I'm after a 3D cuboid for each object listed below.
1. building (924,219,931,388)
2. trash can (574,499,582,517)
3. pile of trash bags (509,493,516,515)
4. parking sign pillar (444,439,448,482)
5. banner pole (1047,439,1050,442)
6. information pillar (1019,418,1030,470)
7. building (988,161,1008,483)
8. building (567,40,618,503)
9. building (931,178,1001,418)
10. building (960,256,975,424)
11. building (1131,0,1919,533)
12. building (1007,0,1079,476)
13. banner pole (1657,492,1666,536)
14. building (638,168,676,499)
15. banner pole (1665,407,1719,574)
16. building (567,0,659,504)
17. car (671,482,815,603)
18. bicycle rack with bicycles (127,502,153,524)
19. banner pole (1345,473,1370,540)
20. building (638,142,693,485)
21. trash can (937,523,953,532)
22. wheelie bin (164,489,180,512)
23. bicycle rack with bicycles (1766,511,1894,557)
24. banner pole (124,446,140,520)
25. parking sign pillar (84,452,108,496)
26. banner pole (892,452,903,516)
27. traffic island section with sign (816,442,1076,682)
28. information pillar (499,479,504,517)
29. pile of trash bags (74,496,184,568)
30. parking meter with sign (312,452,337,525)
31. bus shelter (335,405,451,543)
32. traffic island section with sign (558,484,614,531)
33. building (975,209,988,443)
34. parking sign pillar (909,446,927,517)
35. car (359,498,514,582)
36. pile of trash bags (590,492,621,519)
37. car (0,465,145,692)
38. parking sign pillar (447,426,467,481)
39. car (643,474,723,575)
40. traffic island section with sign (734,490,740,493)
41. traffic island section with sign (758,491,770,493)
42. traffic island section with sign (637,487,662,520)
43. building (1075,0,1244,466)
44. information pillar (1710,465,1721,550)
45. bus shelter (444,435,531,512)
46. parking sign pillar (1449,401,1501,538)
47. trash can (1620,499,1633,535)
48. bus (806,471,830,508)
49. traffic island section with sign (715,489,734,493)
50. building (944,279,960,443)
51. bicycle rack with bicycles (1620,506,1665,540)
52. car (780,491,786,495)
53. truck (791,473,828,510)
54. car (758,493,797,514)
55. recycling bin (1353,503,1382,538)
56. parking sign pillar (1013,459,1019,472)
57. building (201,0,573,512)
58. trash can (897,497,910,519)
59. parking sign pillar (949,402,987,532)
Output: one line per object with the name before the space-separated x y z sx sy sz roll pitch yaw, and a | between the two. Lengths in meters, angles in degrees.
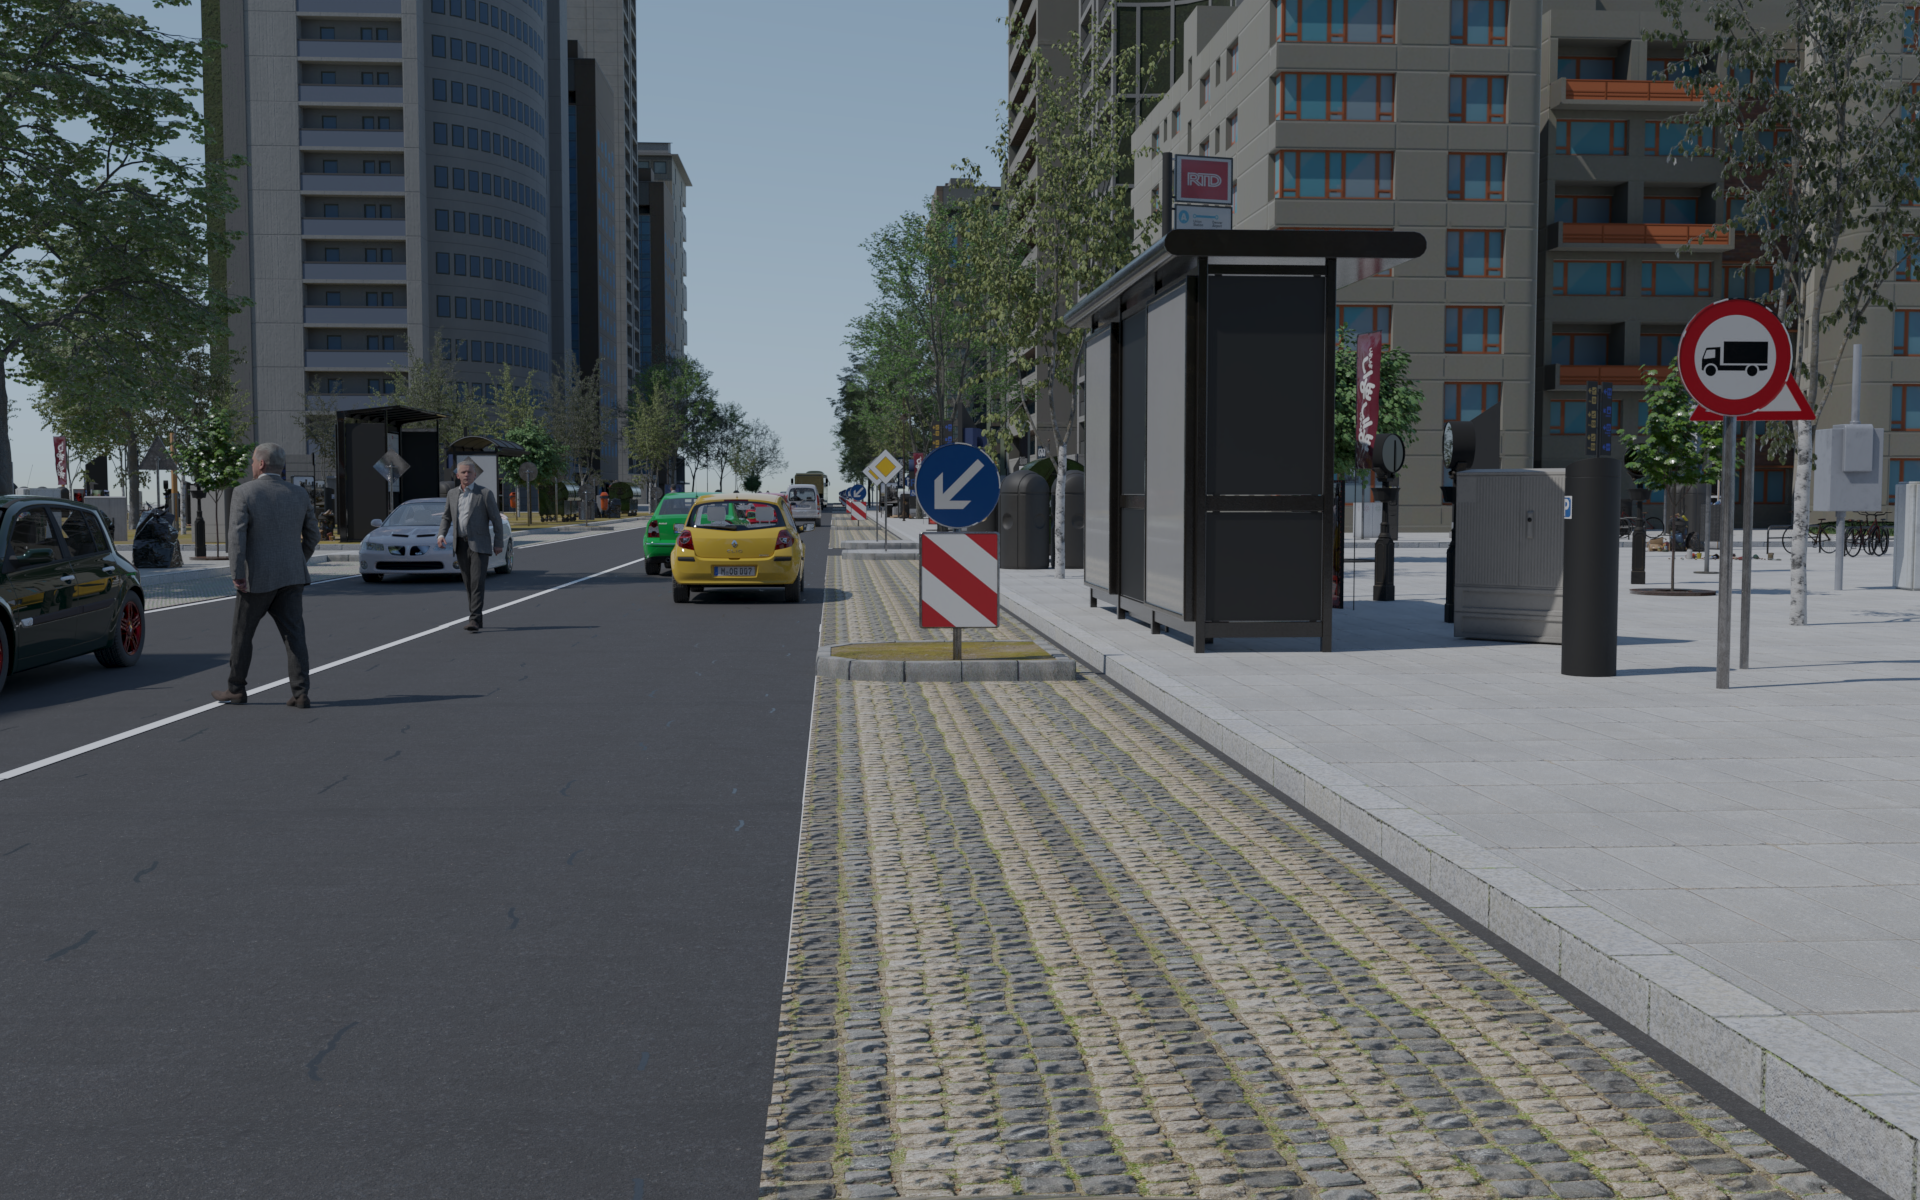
building | 5.882 -37.469 267.235 22.147 44.769 28.867 0 4 -4
trash can | -21.044 -5.138 95.659 0.748 1.137 0.748 0 3 0
pile of trash bags | -28.003 -5.719 103.257 3.447 1.369 1.912 -1 4 -21
parking sign pillar | -24.914 -5.934 85.490 1.447 3.967 1.447 1 4 16
banner pole | 3.869 -5.456 79.216 0.863 3.779 0.401 3 4 39
information pillar | 1.898 -3.651 51.052 0.183 3.616 0.504 -2 4 -29
building | 10.363 -23.294 152.565 14.160 30.474 14.107 0 4 -4
building | -42.642 -32.112 175.146 14.600 45.320 14.200 0 4 -4
building | 3.154 -36.398 245.217 14.600 45.320 14.200 0 4 -4
building | 7.875 -25.023 180.833 14.160 30.474 14.107 0 4 -4
building | 23.666 -13.831 71.170 28.899 21.520 27.650 0 4 -4
building | 15.364 -31.238 134.450 21.300 48.544 21.600 0 4 -4
banner pole | 21.664 -3.870 53.298 0.401 3.779 0.863 0 4 8
building | -47.298 -36.148 241.127 14.600 45.320 14.200 0 4 -4
banner pole | 11.972 -2.326 28.055 0.401 3.779 0.863 -1 4 -19
building | -49.864 -47.963 222.451 20.563 71.187 20.611 0 4 -4
car | -3.051 -0.861 24.294 2.015 1.641 3.980 0 4 -4
bicycle rack with bicycles | -35.277 -3.700 73.883 2.852 0.926 2.925 0 4 6
banner pole | 11.155 -3.589 48.691 0.863 3.779 0.401 -2 4 -24
building | -55.619 -41.135 261.789 28.713 52.752 27.495 0 4 -4
trash can | -0.444 -2.707 55.907 0.748 1.137 0.748 0 3 0
wheelie bin | -45.385 -5.630 99.958 0.693 1.594 0.980 2 4 28
bicycle rack with bicycles | 18.636 -1.417 36.558 2.925 0.926 2.852 -2 4 -28
banner pole | -41.595 -5.925 86.896 0.863 3.779 0.401 -1 4 -12
parking sign pillar | -53.397 -7.251 107.025 1.447 3.967 1.447 3 5 42
banner pole | -3.659 -6.932 103.358 0.863 3.779 0.401 0 4 -6
traffic island section with sign | -0.175 -0.332 14.062 1.989 1.847 2.006 0 4 -4
information pillar | -21.750 -4.727 81.775 0.304 2.012 0.304 -2 4 -31
pile of trash bags | -15.417 -1.265 30.432 3.447 1.369 1.912 -1 4 -10
parking meter with sign | -26.189 -4.672 72.642 1.738 3.016 0.543 -1 4 -15
bus shelter | -15.802 -3.507 48.623 1.731 3.624 6.357 0 4 -4
traffic island section with sign | -14.633 -3.622 67.853 1.989 1.847 2.006 0 4 -4
building | 9.364 -24.154 166.611 14.160 30.474 14.107 0 4 -4
parking sign pillar | -2.603 -6.649 97.180 1.447 3.967 1.447 0 4 0
car | -8.930 -1.068 29.828 2.083 1.381 4.827 0 4 -4
pile of trash bags | -18.871 -5.003 91.552 1.912 1.369 3.447 -1 4 -16
car | -7.582 -0.192 12.922 2.009 1.686 4.222 0 4 -5
parking sign pillar | -19.751 -4.970 69.729 1.447 3.967 1.447 -1 4 -16
car | -4.767 -1.425 32.092 1.959 1.807 4.718 0 4 -3
traffic island section with sign | -22.220 -10.029 172.598 1.989 1.847 2.006 0 4 -4
traffic island section with sign | -26.170 -13.363 227.105 1.989 1.847 2.006 0 4 -4
traffic island section with sign | -16.574 -5.267 94.738 1.989 1.847 2.006 0 4 -4
building | 16.895 -41.050 109.420 20.563 71.187 20.611 0 4 -4
information pillar | 17.444 -2.165 39.887 0.304 2.012 0.304 -2 4 -27
bus shelter | -17.001 -4.202 62.624 2.014 3.302 5.546 0 4 -4
parking sign pillar | 15.014 -3.788 50.408 1.447 3.967 1.447 1 4 15
trash can | 20.711 -2.603 54.217 0.748 1.137 0.748 0 3 0
bus | -15.323 -11.647 181.982 2.896 3.916 12.252 0 4 -2
traffic island section with sign | -20.272 -8.384 145.713 1.989 1.847 2.006 0 4 -4
building | 4.774 -28.106 231.235 14.160 30.474 14.107 0 4 -4
bicycle rack with bicycles | 18.448 -2.228 49.816 2.925 0.926 2.852 3 4 37
car | -23.497 -13.741 233.343 2.281 1.827 5.304 0 4 -2
truck | -13.669 -9.860 157.137 3.469 3.379 9.791 0 4 -5
car | -7.542 -3.637 68.499 2.155 1.783 4.494 0 4 -6
recycling bin | 12.006 -2.345 50.895 0.722 1.027 0.722 0 4 -5
parking sign pillar | 4.124 -8.042 119.966 1.447 3.967 1.447 -1 4 -22
building | -42.607 -36.095 132.158 21.231 58.520 28.212 0 4 -4
trash can | -2.946 -4.817 90.407 0.748 1.137 0.748 0 3 0
parking sign pillar | 0.389 -3.846 51.357 1.447 3.967 1.447 2 4 24
